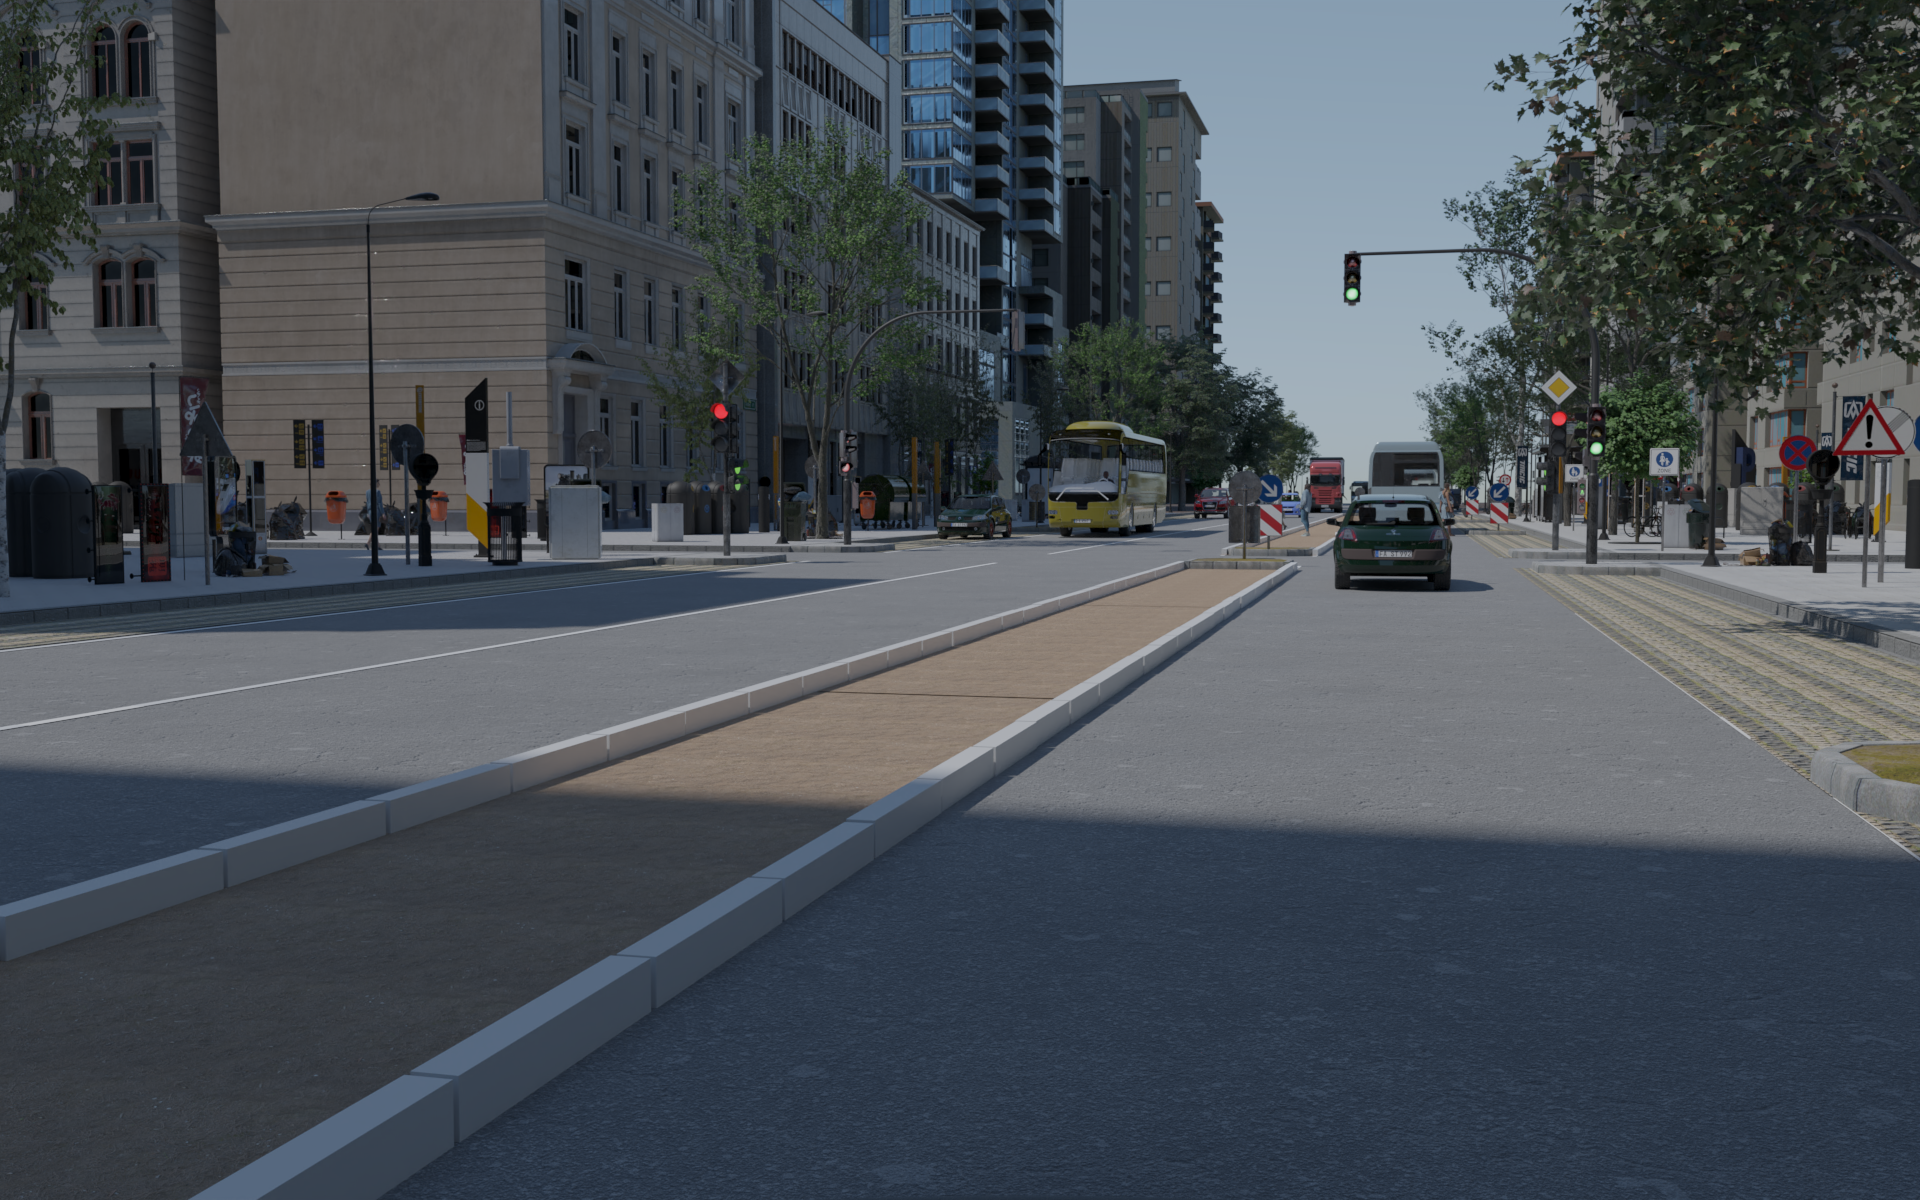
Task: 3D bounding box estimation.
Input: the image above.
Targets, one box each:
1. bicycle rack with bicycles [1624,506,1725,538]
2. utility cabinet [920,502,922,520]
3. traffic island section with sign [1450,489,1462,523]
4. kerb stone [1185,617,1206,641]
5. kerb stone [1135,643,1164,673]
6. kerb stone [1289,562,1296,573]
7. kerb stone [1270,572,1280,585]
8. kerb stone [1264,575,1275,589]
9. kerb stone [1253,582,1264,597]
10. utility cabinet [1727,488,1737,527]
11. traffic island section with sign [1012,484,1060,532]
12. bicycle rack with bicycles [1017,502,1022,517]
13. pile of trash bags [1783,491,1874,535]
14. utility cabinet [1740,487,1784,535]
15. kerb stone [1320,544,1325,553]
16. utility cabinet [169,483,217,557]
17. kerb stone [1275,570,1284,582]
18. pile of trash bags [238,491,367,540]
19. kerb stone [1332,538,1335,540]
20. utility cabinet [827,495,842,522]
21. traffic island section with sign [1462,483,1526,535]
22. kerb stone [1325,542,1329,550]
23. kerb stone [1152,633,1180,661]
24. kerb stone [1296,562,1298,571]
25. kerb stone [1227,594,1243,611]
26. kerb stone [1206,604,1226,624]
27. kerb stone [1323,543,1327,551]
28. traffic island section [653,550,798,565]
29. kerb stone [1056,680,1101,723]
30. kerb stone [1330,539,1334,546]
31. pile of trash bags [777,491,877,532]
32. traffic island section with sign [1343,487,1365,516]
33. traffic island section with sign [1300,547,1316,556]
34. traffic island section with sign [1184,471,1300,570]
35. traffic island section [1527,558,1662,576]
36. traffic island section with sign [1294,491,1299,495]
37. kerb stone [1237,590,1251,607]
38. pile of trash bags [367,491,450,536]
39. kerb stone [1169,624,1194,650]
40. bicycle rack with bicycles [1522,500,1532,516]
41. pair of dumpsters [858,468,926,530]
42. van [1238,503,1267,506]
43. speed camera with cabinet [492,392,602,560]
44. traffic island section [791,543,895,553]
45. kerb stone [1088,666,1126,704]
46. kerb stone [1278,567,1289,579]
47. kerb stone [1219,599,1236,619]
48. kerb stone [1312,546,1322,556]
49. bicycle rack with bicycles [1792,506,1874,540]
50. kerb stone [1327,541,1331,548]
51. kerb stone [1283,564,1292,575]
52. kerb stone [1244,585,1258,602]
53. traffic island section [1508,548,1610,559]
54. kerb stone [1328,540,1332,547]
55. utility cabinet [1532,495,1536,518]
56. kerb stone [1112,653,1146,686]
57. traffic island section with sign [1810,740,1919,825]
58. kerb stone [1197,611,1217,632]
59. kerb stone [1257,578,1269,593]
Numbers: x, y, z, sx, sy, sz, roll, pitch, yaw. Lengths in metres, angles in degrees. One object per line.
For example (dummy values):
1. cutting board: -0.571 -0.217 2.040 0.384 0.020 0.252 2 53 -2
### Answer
1. bicycle rack with bicycles: 21.118 -2.314 51.221 2.925 0.926 2.852 0 4 1
2. utility cabinet: -2.030 -4.516 84.994 0.306 1.237 1.020 1 4 16
3. traffic island section with sign: 25.598 -4.796 87.035 1.989 1.847 2.006 1 4 14
4. kerb stone: 2.305 0.305 17.217 0.120 0.150 1.000 1 4 14
5. kerb stone: 1.531 0.489 14.236 0.120 0.150 1.000 1 4 14
6. kerb stone: 5.893 -0.544 31.094 0.120 0.150 1.000 1 4 14
7. kerb stone: 4.877 -0.302 27.126 0.120 0.150 1.000 1 4 14
8. kerb stone: 4.612 -0.241 26.132 0.120 0.150 1.000 1 4 14
9. kerb stone: 4.104 -0.119 24.149 0.120 0.150 1.000 1 4 14
10. utility cabinet: 30.128 -3.613 67.752 0.318 1.500 1.173 0 4 -4
11. traffic island section with sign: 2.875 -3.499 65.839 1.989 1.847 2.006 1 4 14
12. bicycle rack with bicycles: 3.501 -5.212 98.593 2.852 0.926 2.925 3 5 41
13. pile of trash bags: 27.253 -2.772 55.080 3.447 1.369 1.912 -1 4 -14
14. utility cabinet: 24.766 -2.742 53.509 1.173 1.500 0.318 2 4 29
15. kerb stone: 8.609 -1.184 41.557 0.120 0.150 1.000 1 4 14
16. utility cabinet: -15.682 -1.631 35.351 0.318 1.500 1.173 1 4 20
17. kerb stone: 5.131 -0.357 28.119 0.120 0.150 1.000 1 4 14
18. pile of trash bags: -18.857 -2.383 48.710 3.447 1.369 1.912 0 4 7
19. kerb stone: 10.153 -1.549 47.523 0.120 0.150 1.000 1 4 14
20. utility cabinet: -5.712 -4.184 79.573 1.020 1.237 0.306 2 4 27
21. traffic island section with sign: 18.819 -3.200 60.943 1.989 1.847 2.006 1 4 14
22. kerb stone: 9.130 -1.301 43.554 0.120 0.150 1.000 1 4 14
23. kerb stone: 1.786 0.426 15.226 0.120 0.150 1.000 1 4 14
24. kerb stone: 6.160 -0.604 32.080 0.120 0.150 1.000 1 4 14
25. kerb stone: 3.317 0.062 21.181 0.120 0.150 1.000 1 4 14
26. kerb stone: 2.808 0.183 19.200 0.120 0.150 1.000 1 4 14
27. kerb stone: 8.867 -1.239 42.566 0.120 0.150 1.000 1 4 14
28. traffic island section: -4.860 -0.839 36.004 2.009 0.180 2.903 1 4 14
29. kerb stone: 0.757 0.669 11.265 0.120 0.150 1.000 1 4 14
30. kerb stone: 9.900 -1.486 46.526 0.120 0.150 1.000 1 4 14
31. pile of trash bags: -4.568 -3.031 59.316 3.447 1.369 1.912 0 4 -1
32. traffic island section with sign: 26.166 -6.444 113.500 2.006 1.907 1.989 1 4 14
33. traffic island section with sign: 7.325 -1.995 40.753 2.006 1.907 1.989 1 4 14
34. traffic island section with sign: 5.457 -1.556 33.584 2.006 1.907 1.989 1 4 14
35. traffic island section: 11.588 -0.579 31.753 2.009 0.180 2.903 1 4 14
36. traffic island section with sign: 42.616 -12.878 219.190 1.989 1.847 2.006 1 4 14
37. kerb stone: 3.590 0.002 22.168 0.120 0.150 1.000 1 4 14
38. pile of trash bags: -17.149 -2.691 53.752 3.447 1.369 1.912 2 4 30
39. kerb stone: 2.044 0.365 16.223 0.120 0.150 1.000 1 4 14
40. bicycle rack with bicycles: 33.444 -5.492 103.182 2.852 0.926 2.925 0 4 2
41. pair of dumpsters: -2.558 -3.773 64.175 1.574 2.255 4.437 1 4 14
42. van: 20.489 -6.988 121.260 2.013 2.044 4.112 1 4 16
43. speed camera with cabinet: -8.070 -2.419 33.881 2.038 3.252 0.660 -1 4 -8
44. traffic island section: -2.857 -1.312 43.735 2.009 0.180 2.903 1 4 14
45. kerb stone: 1.016 0.608 12.257 0.120 0.150 1.000 1 4 14
46. kerb stone: 5.387 -0.423 29.111 0.120 0.150 1.000 1 4 14
47. kerb stone: 3.074 0.123 20.188 0.120 0.150 1.000 1 4 14
48. kerb stone: 8.345 -1.120 40.564 0.120 0.150 1.000 1 4 14
49. bicycle rack with bicycles: 25.328 -2.246 50.106 2.852 0.926 2.925 3 5 39
50. kerb stone: 9.384 -1.362 44.549 0.120 0.150 1.000 1 4 14
51. kerb stone: 5.638 -0.484 30.102 0.120 0.150 1.000 1 4 14
52. kerb stone: 3.845 -0.059 23.158 0.120 0.150 1.000 1 4 14
53. traffic island section: 13.592 -1.052 39.483 2.009 0.180 2.903 1 4 14
54. kerb stone: 9.637 -1.425 45.539 0.120 0.150 1.000 1 4 14
55. utility cabinet: 31.526 -5.116 94.814 0.306 1.237 1.020 2 4 23
56. kerb stone: 1.267 0.549 13.248 0.120 0.150 1.000 1 4 14
57. traffic island section with sign: 5.091 0.044 7.914 1.989 1.847 2.006 1 4 14
58. kerb stone: 2.560 0.246 18.209 0.120 0.150 1.000 1 4 14
59. kerb stone: 4.354 -0.180 25.143 0.120 0.150 1.000 1 4 14
